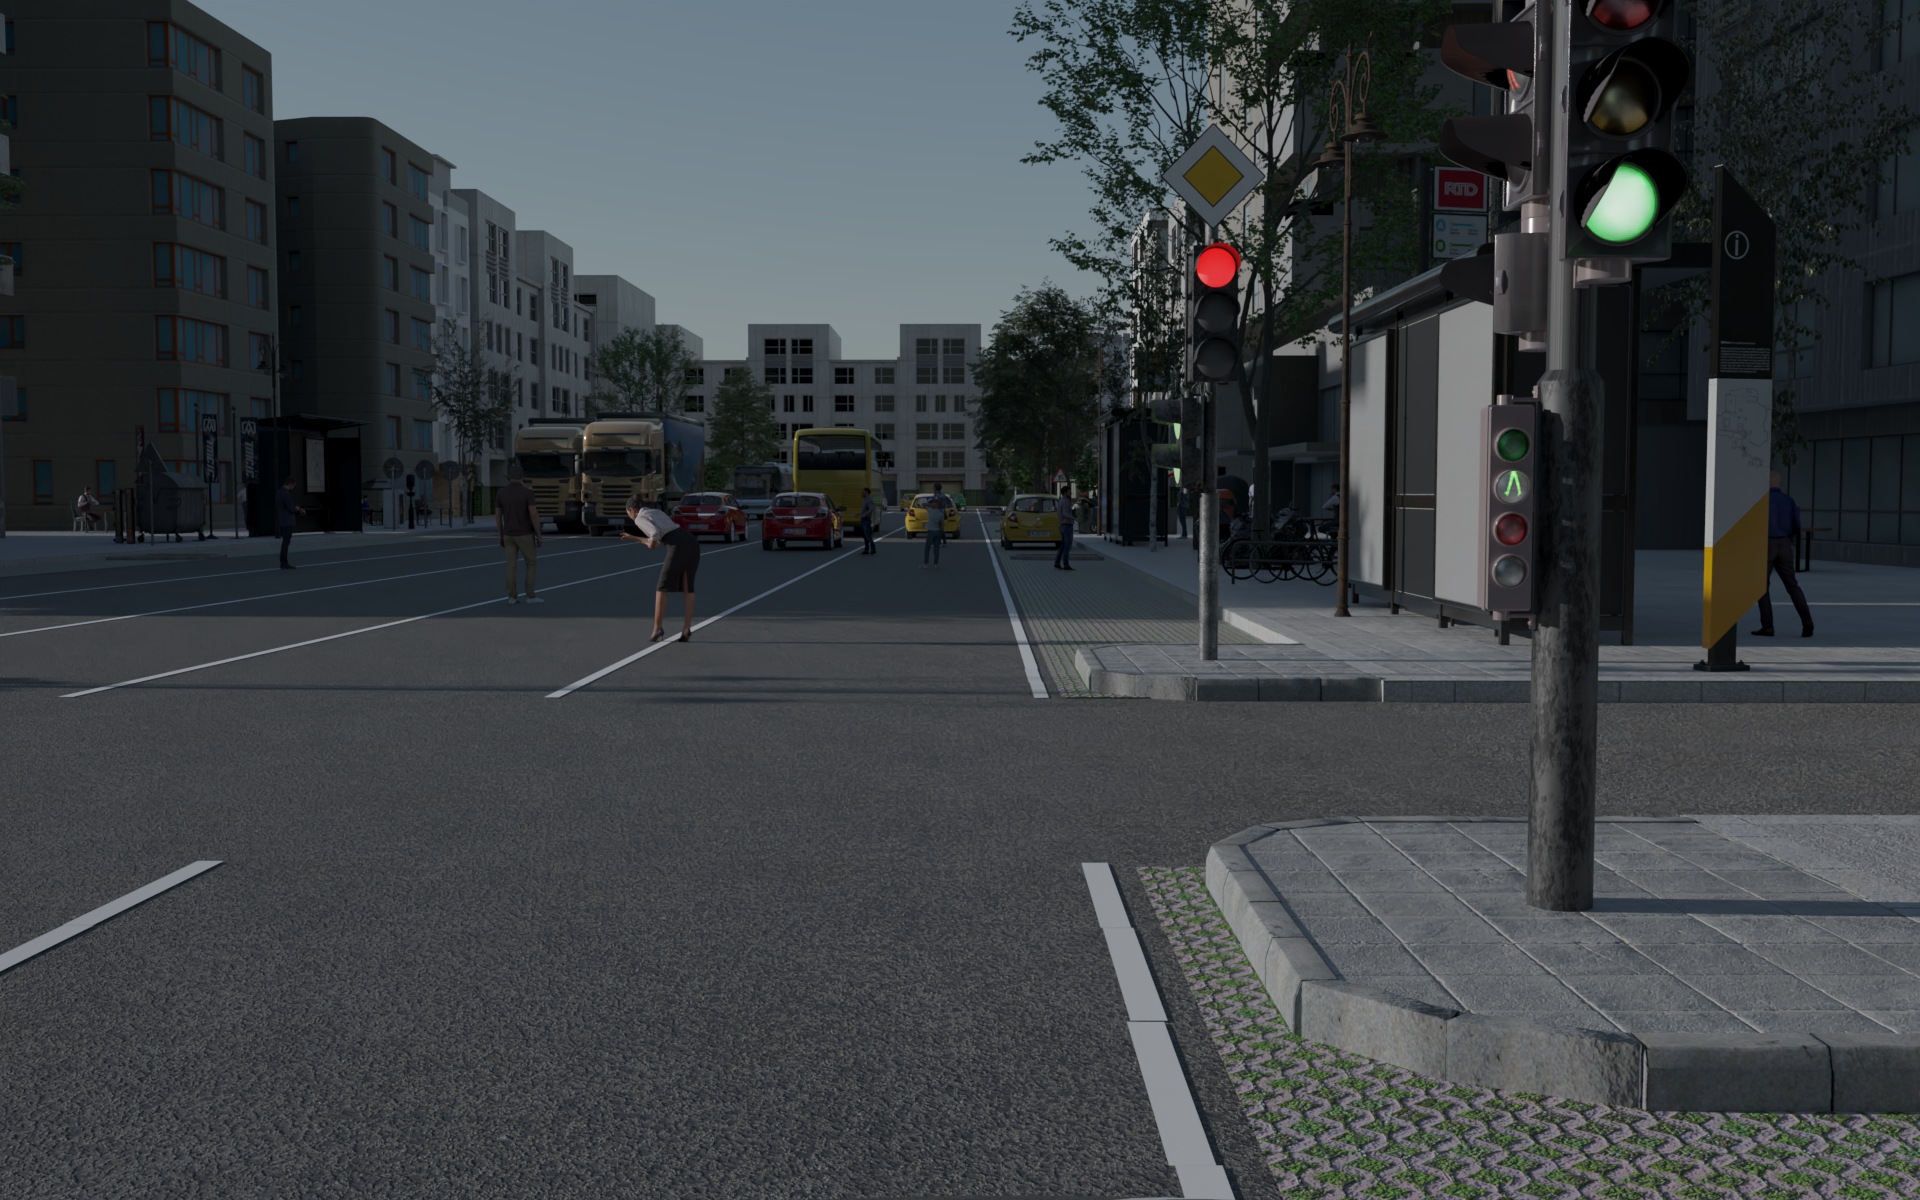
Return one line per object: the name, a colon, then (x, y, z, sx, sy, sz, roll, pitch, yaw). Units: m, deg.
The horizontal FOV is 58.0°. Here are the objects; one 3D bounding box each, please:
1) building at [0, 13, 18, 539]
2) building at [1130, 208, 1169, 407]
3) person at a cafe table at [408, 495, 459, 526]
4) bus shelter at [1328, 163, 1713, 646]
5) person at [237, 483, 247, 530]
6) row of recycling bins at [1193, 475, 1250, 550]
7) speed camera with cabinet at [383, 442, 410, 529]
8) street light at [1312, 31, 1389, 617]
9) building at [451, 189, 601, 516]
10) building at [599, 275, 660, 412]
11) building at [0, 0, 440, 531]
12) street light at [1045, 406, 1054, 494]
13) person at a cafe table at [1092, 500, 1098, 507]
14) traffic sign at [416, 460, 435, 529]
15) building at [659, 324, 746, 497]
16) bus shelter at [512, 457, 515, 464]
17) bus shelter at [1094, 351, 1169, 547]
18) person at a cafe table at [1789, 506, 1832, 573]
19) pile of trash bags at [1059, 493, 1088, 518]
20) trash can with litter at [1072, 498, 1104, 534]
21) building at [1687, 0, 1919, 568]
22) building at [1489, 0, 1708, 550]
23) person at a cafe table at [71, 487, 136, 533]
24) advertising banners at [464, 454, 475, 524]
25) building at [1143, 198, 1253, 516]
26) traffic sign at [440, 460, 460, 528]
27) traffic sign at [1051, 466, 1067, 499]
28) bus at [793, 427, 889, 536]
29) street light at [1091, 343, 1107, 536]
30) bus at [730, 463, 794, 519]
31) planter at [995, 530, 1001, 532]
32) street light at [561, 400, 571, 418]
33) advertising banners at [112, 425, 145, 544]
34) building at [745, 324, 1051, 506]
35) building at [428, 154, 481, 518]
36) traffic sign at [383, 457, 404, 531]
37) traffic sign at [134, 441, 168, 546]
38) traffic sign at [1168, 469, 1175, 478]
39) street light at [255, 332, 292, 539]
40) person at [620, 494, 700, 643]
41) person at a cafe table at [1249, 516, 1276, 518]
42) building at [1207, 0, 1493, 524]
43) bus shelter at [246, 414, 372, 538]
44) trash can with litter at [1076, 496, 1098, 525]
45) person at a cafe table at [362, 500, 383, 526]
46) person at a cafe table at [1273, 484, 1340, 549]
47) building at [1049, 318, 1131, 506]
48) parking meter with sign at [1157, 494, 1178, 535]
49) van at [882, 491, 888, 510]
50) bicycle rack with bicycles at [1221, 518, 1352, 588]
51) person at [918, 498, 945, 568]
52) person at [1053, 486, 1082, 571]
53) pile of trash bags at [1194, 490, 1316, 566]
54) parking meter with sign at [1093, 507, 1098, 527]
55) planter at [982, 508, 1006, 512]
building: (-37.221, -25.452, 35.757, 23.786, 49.044, 30.456, 0, 4, 0)
building: (27.502, -18.116, 140.164, 27.936, 21.610, 32.646, 0, 4, 0)
person at a cafe table: (-21.826, -3.692, 71.232, 1.698, 1.238, 1.726, -3, 5, -45)
bus shelter: (5.392, -2.516, 18.767, 2.179, 5.291, 8.768, 0, 4, 0)
person: (-25.760, -3.404, 62.631, 0.756, 1.711, 0.436, -1, 4, -15)
row of recycling bins: (5.829, -1.921, 38.522, 1.069, 1.692, 3.534, 0, 4, 1)
speed camera with cabinet: (-21.236, -4.341, 65.308, 0.660, 3.252, 2.038, 0, 4, -5)
street light: (4.006, -2.763, 17.961, 0.468, 5.910, 1.993, 0, 4, 0)
building: (-36.167, -15.287, 116.399, 16.747, 18.905, 31.486, 0, 4, 0)
building: (-43.261, -17.244, 148.400, 31.486, 18.905, 16.747, 0, 4, 0)
building: (-40.733, -14.018, 74.230, 27.650, 21.520, 28.899, 0, 4, 0)
street light: (4.538, -7.051, 88.071, 0.468, 5.910, 1.993, 0, 4, 0)
person at a cafe table: (5.746, -3.352, 65.672, 1.726, 1.238, 1.698, -3, 5, -42)
traffic sign: (-19.865, -3.928, 64.336, 0.768, 2.556, 0.104, 1, 4, 8)
building: (-37.665, -19.729, 189.021, 31.486, 18.905, 16.747, 0, 4, 0)
bus shelter: (-20.796, -5.655, 86.376, 2.014, 3.302, 5.546, 0, 4, 0)
bus shelter: (4.773, -4.204, 46.366, 2.179, 5.291, 8.768, 0, 4, 0)
person at a cafe table: (13.701, -1.116, 29.113, 1.698, 1.238, 1.726, 3, 4, 37)
pile of trash bags: (5.648, -4.560, 84.313, 1.912, 1.369, 3.447, -1, 4, -10)
trash can with litter: (4.176, -2.705, 55.617, 1.055, 1.170, 0.624, -3, 4, -37)
building: (22.551, -21.158, 29.530, 14.086, 41.232, 14.154, 0, 4, 0)
building: (21.465, -16.761, 45.741, 14.160, 30.474, 14.107, 0, 4, 0)
person at a cafe table: (-28.492, -2.977, 57.184, 1.622, 1.524, 1.698, 1, 4, 8)
advertising banners: (-21.265, -4.814, 74.896, 0.090, 3.025, 2.074, -2, 4, -27)
building: (21.330, -14.771, 107.970, 16.747, 18.905, 31.486, 0, 4, 0)
traffic sign: (-19.299, -4.004, 65.568, 0.768, 2.556, 0.104, 0, 4, 2)
traffic sign: (4.690, -4.950, 80.936, 0.884, 2.594, 0.081, 0, 4, 2)
bus: (-4.203, -4.328, 62.317, 2.896, 3.916, 12.252, 0, 4, 0)
street light: (4.281, -4.907, 53.016, 0.468, 5.910, 1.993, 0, 4, 0)
bus: (-10.904, -6.409, 99.640, 2.948, 3.499, 13.247, 0, 4, 1)
planter: (2.306, -2.685, 65.035, 1.991, 0.319, 1.994, 0, 4, 0)
street light: (-19.331, -6.871, 85.130, 0.468, 5.910, 1.993, 0, 4, 0)
advertising banners: (-21.310, -2.950, 44.413, 2.074, 3.025, 0.090, 3, 5, 43)
building: (-6.184, -19.686, 188.320, 31.486, 18.905, 16.747, 0, 4, 0)
building: (-35.592, -14.568, 94.606, 16.016, 20.091, 11.380, 0, 4, 0)
traffic sign: (-19.703, -3.678, 60.234, 0.768, 2.556, 0.104, 0, 4, 6)
traffic sign: (-19.952, -2.613, 42.726, 0.884, 2.594, 0.081, 0, 4, 6)
traffic sign: (6.446, -3.295, 53.979, 0.768, 2.556, 0.104, 1, 4, 9)
street light: (-19.624, -4.700, 49.639, 0.468, 5.910, 1.993, 0, 4, 0)
person: (-2.920, -0.314, 16.824, 0.799, 1.438, 0.628, 0, 4, -5)
person at a cafe table: (6.805, -1.963, 42.952, 1.726, 1.238, 1.698, 0, 4, -2)
building: (25.757, -29.636, 73.779, 28.713, 52.752, 27.495, 0, 4, 0)
bus shelter: (-20.253, -3.843, 54.122, 1.731, 3.624, 6.357, 0, 4, 0)
trash can with litter: (5.831, -3.734, 72.110, 2.233, 1.210, 1.678, 1, 4, 17)
person at a cafe table: (-24.236, -3.765, 70.074, 1.698, 1.524, 1.622, 1, 4, 16)
person at a cafe table: (8.415, -1.929, 40.051, 1.622, 1.524, 1.698, 3, 5, 45)
building: (15.524, -20.272, 187.874, 11.380, 20.091, 16.016, 0, 4, 0)
parking meter with sign: (5.983, -3.576, 54.726, 1.738, 3.016, 0.543, 0, 4, -5)
van: (-7.395, -8.970, 153.674, 2.013, 2.044, 4.112, 0, 4, 2)
bicycle rack with bicycles: (5.059, -0.712, 25.026, 2.925, 0.926, 2.852, 3, 4, 36)
person: (-0.552, -1.292, 33.535, 0.435, 1.345, 0.340, -2, 4, -32)
person: (1.988, -1.326, 32.135, 0.435, 1.587, 0.963, -1, 4, -15)
pile of trash bags: (5.320, -1.395, 32.566, 1.912, 1.369, 3.447, -1, 4, -9)
parking meter with sign: (5.254, -3.712, 56.946, 1.738, 3.016, 0.543, 1, 4, 14)
planter: (2.840, -7.442, 142.816, 1.991, 0.319, 1.994, 0, 4, 0)
